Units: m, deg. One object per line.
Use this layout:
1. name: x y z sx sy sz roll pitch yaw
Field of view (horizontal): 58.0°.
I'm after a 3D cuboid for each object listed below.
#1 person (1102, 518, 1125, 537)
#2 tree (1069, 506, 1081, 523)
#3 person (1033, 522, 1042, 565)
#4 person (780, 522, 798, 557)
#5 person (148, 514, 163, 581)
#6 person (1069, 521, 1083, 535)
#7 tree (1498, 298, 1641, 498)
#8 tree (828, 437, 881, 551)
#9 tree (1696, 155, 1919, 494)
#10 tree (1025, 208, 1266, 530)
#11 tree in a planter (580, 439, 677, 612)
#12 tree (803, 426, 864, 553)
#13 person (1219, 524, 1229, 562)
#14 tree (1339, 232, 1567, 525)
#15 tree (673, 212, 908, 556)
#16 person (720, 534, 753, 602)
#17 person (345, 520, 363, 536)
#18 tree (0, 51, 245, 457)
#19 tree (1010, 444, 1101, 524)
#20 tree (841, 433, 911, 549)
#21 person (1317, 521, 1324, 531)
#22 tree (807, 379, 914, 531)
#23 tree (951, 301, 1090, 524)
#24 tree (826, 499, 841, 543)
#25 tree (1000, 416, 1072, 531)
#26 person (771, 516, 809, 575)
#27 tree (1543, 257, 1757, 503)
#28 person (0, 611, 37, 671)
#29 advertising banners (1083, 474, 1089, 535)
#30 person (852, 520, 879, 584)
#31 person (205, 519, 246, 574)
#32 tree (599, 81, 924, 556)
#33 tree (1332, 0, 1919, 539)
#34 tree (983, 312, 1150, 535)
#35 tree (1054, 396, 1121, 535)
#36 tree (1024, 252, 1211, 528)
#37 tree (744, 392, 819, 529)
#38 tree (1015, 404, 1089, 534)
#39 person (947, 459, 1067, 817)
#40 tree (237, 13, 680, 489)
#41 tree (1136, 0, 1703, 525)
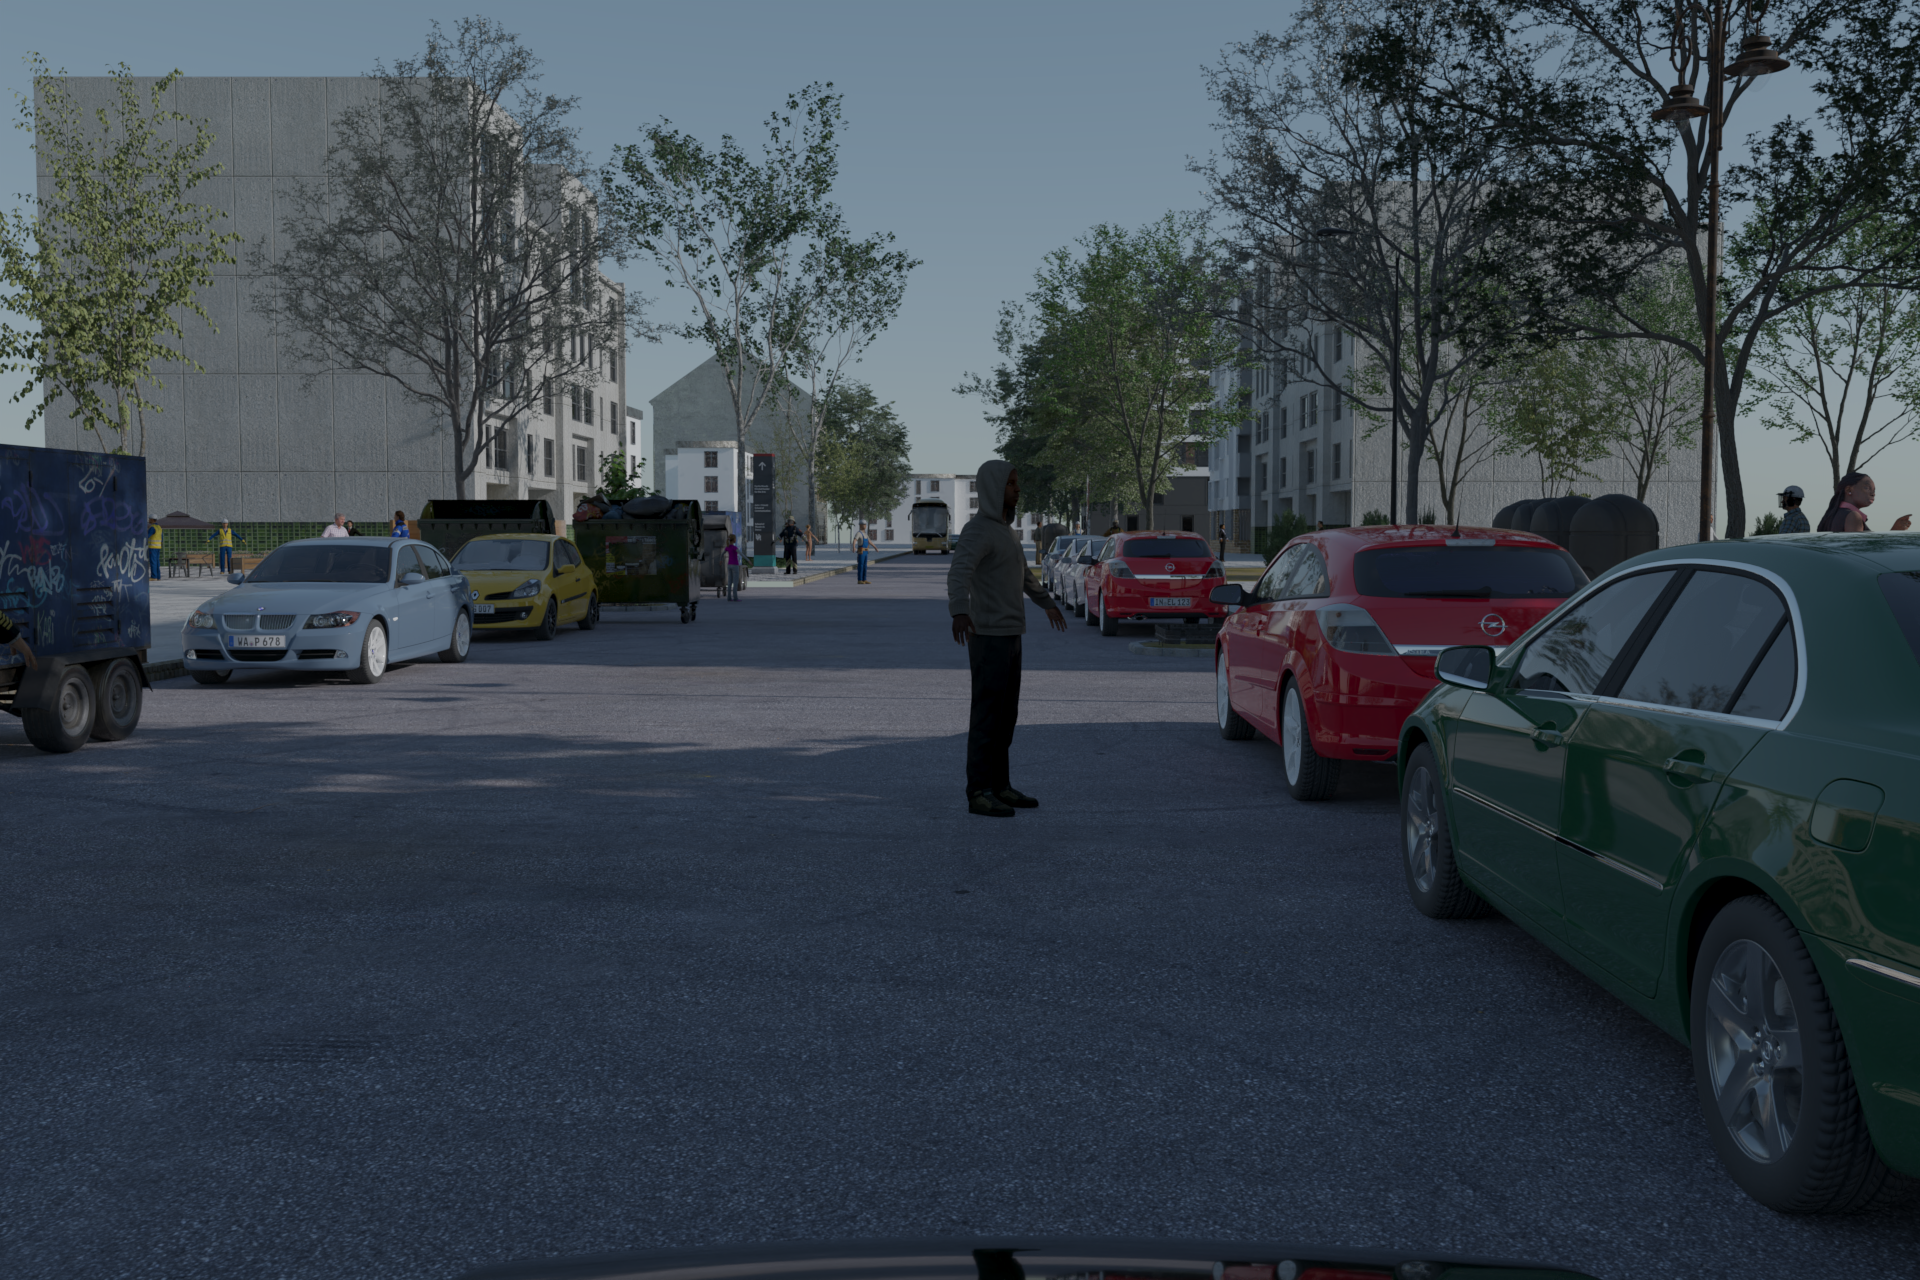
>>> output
1. person: 5.610 -3.475 62.589 1.354 1.858 0.705 1 4 9
2. tree: 15.970 -17.843 242.097 4.737 8.622 4.395 0 3 0
3. person: 3.310 -4.022 72.024 0.705 1.796 1.348 -1 4 -22
4. person: -7.632 -4.308 76.664 0.704 1.802 1.346 -3 5 -40
5. person: -22.065 -2.531 47.344 0.705 1.833 1.349 0 4 -2
6. person: 5.237 -4.351 76.996 1.347 1.847 0.705 -1 4 -13
7. tree: 17.705 -6.185 51.495 4.737 8.622 4.395 0 3 0
8. tree: -8.225 -11.100 131.853 4.737 8.622 4.395 0 3 0
9. tree: 24.479 -7.466 47.821 9.928 11.665 9.643 0 3 0
10. tree: 6.111 -8.011 56.730 9.928 11.665 9.643 0 3 0
11. tree in a planter: -6.477 -2.183 32.915 1.991 3.239 1.994 0 4 1
12. tree: -8.364 -10.225 117.537 4.737 8.622 4.395 0 3 0
13. person: 12.159 -4.467 79.760 0.721 1.740 1.216 1 4 23
14. tree: 16.966 -8.213 60.043 9.928 11.665 9.643 0 3 0
15. tree: -10.180 -15.102 102.804 12.611 20.169 13.585 0 3 0
16. person: -4.768 -1.529 36.728 0.991 1.433 0.599 3 5 40
17. person: -23.083 -3.630 65.533 1.347 1.806 0.705 0 4 -4
18. tree: -12.911 -4.640 26.231 4.737 8.622 4.395 0 3 0
19. tree: 7.191 -11.660 125.061 8.767 10.594 7.601 -1 4 -20
20. tree: -7.819 -13.358 152.811 7.601 10.594 8.767 -1 4 -16
21. person: 14.351 -3.853 69.131 0.704 1.812 1.346 0 4 -2
22. tree: -7.950 -14.358 141.416 9.857 13.997 8.962 0 3 0
23. tree: 6.092 -17.454 141.269 12.611 20.169 13.585 0 3 0
24. tree: -17.108 -17.775 240.985 4.360 8.622 3.978 0 3 0
25. tree: 6.823 -14.373 153.132 7.486 12.596 7.792 0 3 0
26. person: -5.363 -3.005 54.905 1.354 1.856 0.705 1 4 22
27. tree: 25.547 -8.486 64.497 9.928 11.665 9.643 0 3 0
28. person: -4.191 0.120 6.428 1.347 1.837 0.705 -2 4 -25
29. advertising banners: 3.741 -3.381 51.469 0.090 3.025 2.074 0 4 1
30. person: -2.764 -2.523 49.564 0.705 1.847 1.347 2 4 28
31. person: -23.498 -2.995 55.436 1.216 1.772 0.721 -2 4 -28
32. tree: -7.721 -13.188 71.518 12.611 20.169 13.585 0 3 0
33. tree: 8.827 -5.219 19.751 8.767 10.594 7.601 -1 4 -15
34. tree: 6.440 -11.678 97.594 9.857 13.997 8.962 0 3 0
35. tree: 6.469 -8.410 87.861 4.360 8.622 3.978 0 3 0
36. tree: 6.290 -9.323 70.559 7.486 12.596 7.792 0 3 0
37. tree: -8.679 -8.483 89.063 4.360 8.622 3.978 0 3 0
38. tree: 7.230 -11.462 113.152 9.928 11.665 9.643 0 3 0
39. person: 0.210 -0.021 8.927 0.705 1.813 1.348 2 4 24
40. tree: -11.692 -7.969 40.663 12.009 13.543 11.850 0 3 0
41. tree: 9.009 -7.571 34.162 12.009 13.543 11.850 0 3 0
